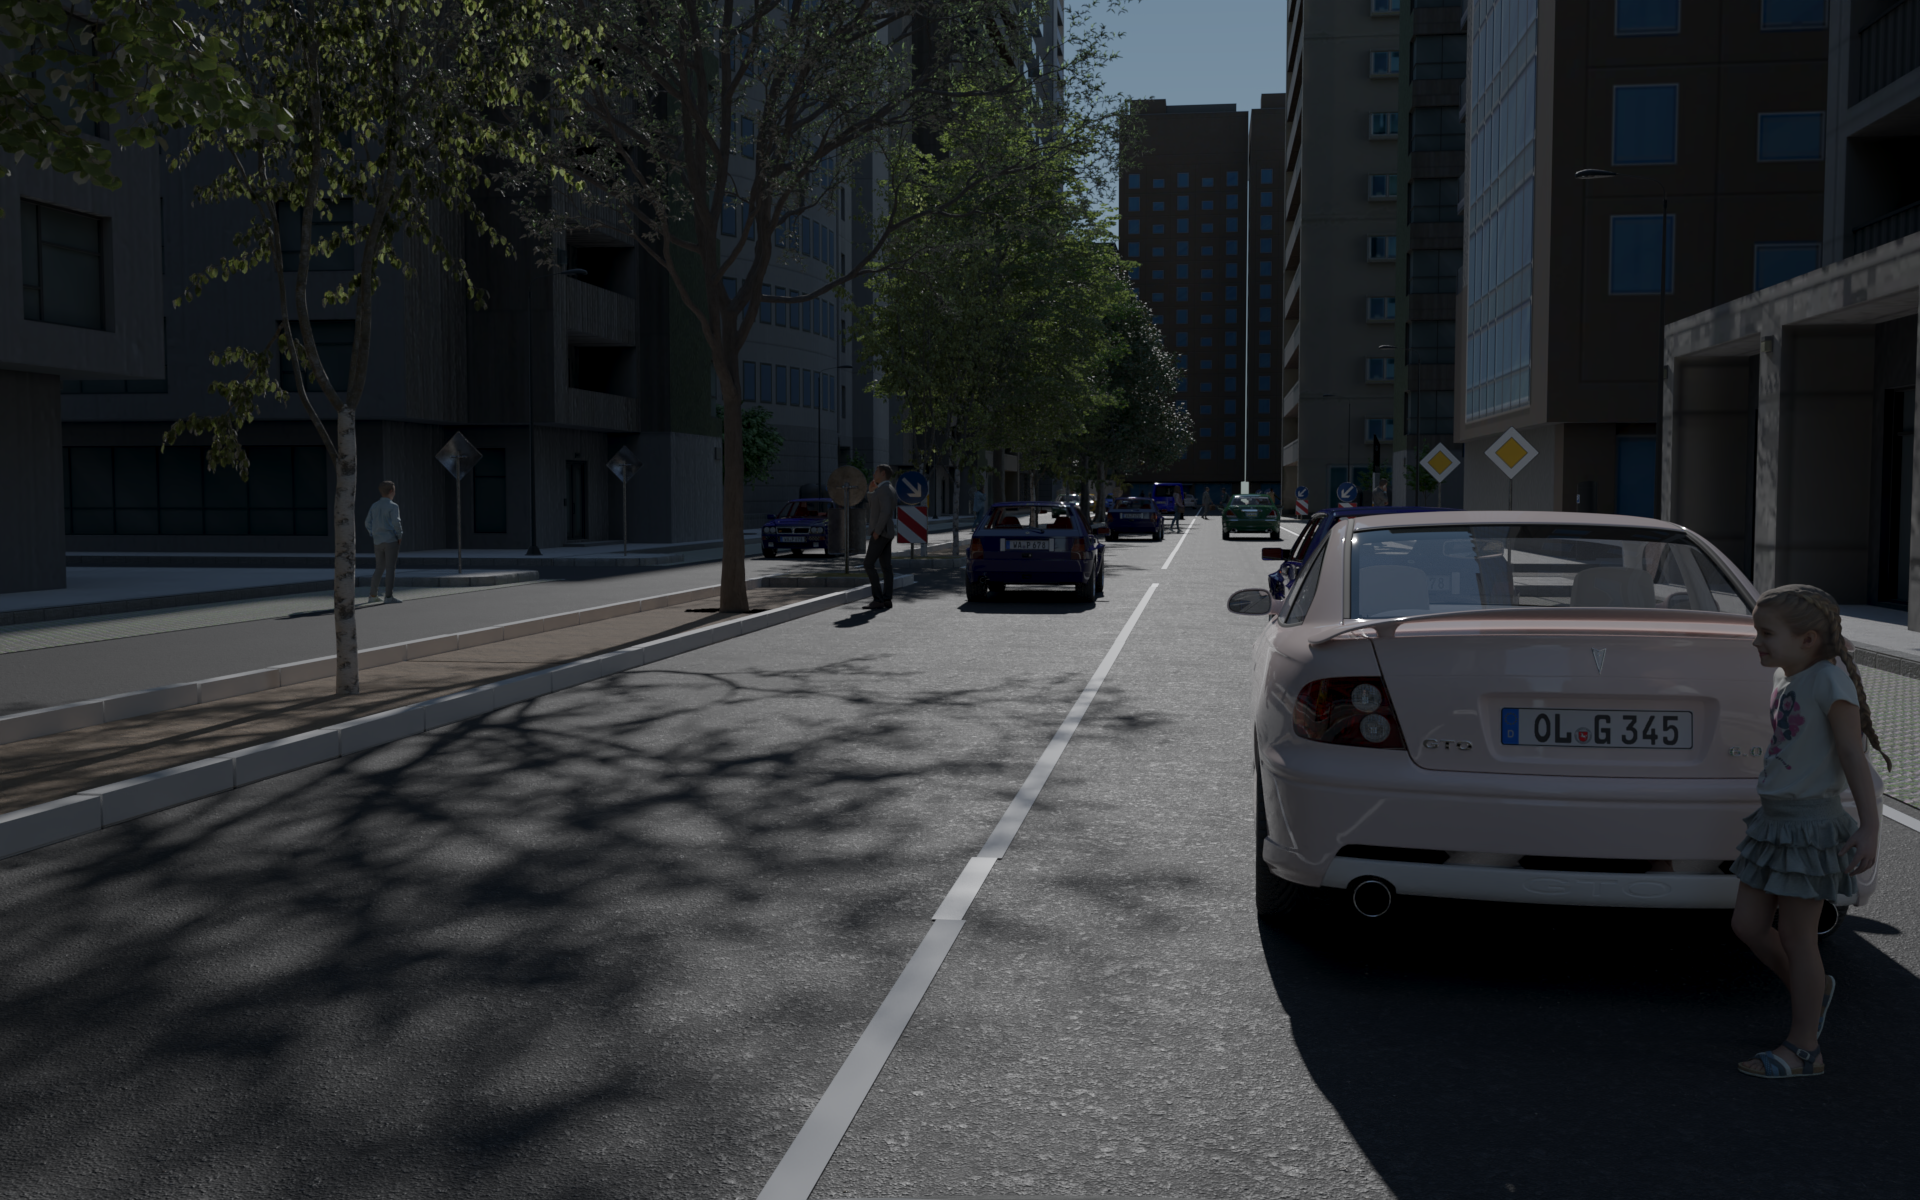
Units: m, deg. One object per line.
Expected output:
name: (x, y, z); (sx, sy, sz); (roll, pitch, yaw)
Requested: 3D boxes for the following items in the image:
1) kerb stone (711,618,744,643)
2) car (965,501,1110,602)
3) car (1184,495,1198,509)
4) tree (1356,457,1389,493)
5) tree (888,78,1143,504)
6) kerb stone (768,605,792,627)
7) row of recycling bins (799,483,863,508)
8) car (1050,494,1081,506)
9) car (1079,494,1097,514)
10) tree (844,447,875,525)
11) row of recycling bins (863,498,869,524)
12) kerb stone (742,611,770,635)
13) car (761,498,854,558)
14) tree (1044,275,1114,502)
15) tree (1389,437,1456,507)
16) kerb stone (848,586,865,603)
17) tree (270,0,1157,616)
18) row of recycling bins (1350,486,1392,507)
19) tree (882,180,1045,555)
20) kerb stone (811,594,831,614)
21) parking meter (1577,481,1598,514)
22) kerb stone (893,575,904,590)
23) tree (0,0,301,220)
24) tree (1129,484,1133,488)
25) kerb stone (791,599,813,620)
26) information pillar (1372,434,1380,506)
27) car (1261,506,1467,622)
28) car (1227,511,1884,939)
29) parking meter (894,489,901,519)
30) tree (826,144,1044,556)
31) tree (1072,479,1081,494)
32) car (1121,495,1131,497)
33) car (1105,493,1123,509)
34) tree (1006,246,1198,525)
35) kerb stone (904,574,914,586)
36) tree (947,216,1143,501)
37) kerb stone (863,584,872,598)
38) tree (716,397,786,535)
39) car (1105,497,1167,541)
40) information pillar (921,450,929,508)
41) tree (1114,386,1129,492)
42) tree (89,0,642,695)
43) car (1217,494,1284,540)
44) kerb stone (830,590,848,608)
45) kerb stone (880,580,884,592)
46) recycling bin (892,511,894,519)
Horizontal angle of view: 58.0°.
kerb stone: (-2.348, 0.315, 17.052); (0.120, 0.150, 1.000); (1, 4, 8)
car: (1.113, -0.720, 24.346); (1.945, 1.354, 3.894); (0, 4, 7)
car: (21.297, -9.213, 162.992); (2.083, 1.381, 4.827); (1, 4, 10)
tree: (18.755, -5.133, 78.531); (1.663, 3.219, 1.824); (0, 3, 0)
tree: (0.986, -7.713, 46.687); (7.486, 12.596, 7.792); (0, 3, 0)
kerb stone: (-2.052, 0.193, 19.079); (0.120, 0.150, 1.000); (1, 4, 8)
row of recycling bins: (-5.106, -3.620, 66.299); (1.069, 1.692, 3.534); (2, 4, 25)
car: (6.545, -5.653, 104.222); (2.131, 1.459, 4.920); (0, 4, 8)
car: (9.305, -7.199, 127.932); (2.015, 1.641, 3.980); (1, 4, 10)
tree: (-4.349, -4.676, 71.056); (1.663, 3.219, 1.824); (0, 3, 0)
row of recycling bins: (-3.955, -4.260, 76.769); (1.069, 1.692, 3.534); (1, 4, 11)
kerb stone: (-2.197, 0.253, 18.067); (0.120, 0.150, 1.000); (1, 4, 8)
car: (-3.413, -1.700, 40.381); (1.945, 1.354, 3.894); (1, 4, 9)
tree: (2.258, -6.121, 52.897); (4.737, 8.622, 4.395); (0, 3, 0)
tree: (15.871, -3.953, 59.231); (1.663, 3.219, 1.824); (0, 3, 0)
kerb stone: (-1.462, -0.052, 23.127); (0.120, 0.150, 1.000); (1, 4, 8)
tree: (-2.710, -6.573, 20.302); (12.009, 13.543, 11.850); (0, 3, 0)
row of recycling bins: (20.424, -4.701, 83.973); (3.534, 1.692, 1.069); (2, 4, 35)
tree: (-0.079, -5.355, 40.367); (4.360, 8.622, 3.978); (0, 3, 0)
kerb stone: (-1.765, 0.067, 21.105); (0.120, 0.150, 1.000); (1, 4, 8)
parking meter: (12.130, -1.536, 33.522); (0.372, 1.533, 0.369); (0, 3, 0)
kerb stone: (-1.029, -0.244, 26.192); (0.120, 0.150, 1.000); (1, 4, 8)
tree: (-4.771, -5.186, 5.368); (7.486, 12.596, 7.792); (0, 3, 0)
tree: (7.881, -8.679, 94.727); (4.737, 8.622, 4.395); (0, 3, 0)
kerb stone: (-1.908, 0.129, 20.093); (0.120, 0.150, 1.000); (1, 4, 8)
information pillar: (16.224, -4.658, 67.520); (0.183, 3.616, 0.504); (3, 4, 37)
car: (3.575, -0.132, 14.733); (1.945, 1.354, 3.894); (0, 4, 7)
car: (2.134, 0.324, 7.066); (2.083, 1.381, 4.827); (1, 4, 9)
parking meter: (-3.223, -4.930, 89.023); (0.372, 1.533, 0.369); (0, 3, 0)
tree: (-0.745, -5.074, 35.775); (4.737, 8.622, 4.395); (0, 3, 0)
tree: (12.640, -11.778, 187.165); (1.663, 3.219, 1.824); (0, 3, 0)
car: (16.627, -9.933, 174.981); (1.945, 1.354, 3.894); (0, 4, 7)
car: (14.833, -9.631, 167.056); (1.945, 1.707, 3.694); (1, 4, 9)
tree: (5.615, -9.677, 77.687); (9.611, 12.733, 9.660); (0, 3, 0)
kerb stone: (-0.871, -0.303, 27.206); (0.120, 0.150, 1.000); (1, 4, 8)
tree: (2.740, -8.177, 61.910); (9.928, 11.665, 9.643); (0, 3, 0)
kerb stone: (-1.317, -0.120, 24.150); (0.120, 0.150, 1.000); (1, 4, 8)
tree: (-7.160, -4.350, 54.842); (4.285, 4.588, 4.351); (0, 3, 0)
car: (5.519, -2.566, 54.530); (1.945, 1.354, 3.894); (1, 4, 9)
information pillar: (-1.865, -6.183, 92.451); (0.504, 3.616, 0.183); (-3, 5, -44)
tree: (4.387, -7.162, 69.926); (4.737, 8.622, 4.395); (0, 3, 0)
tree: (-4.351, -3.640, 12.332); (4.360, 8.622, 3.978); (0, 3, 0)
car: (9.378, -2.697, 55.900); (2.131, 1.459, 4.920); (1, 4, 9)
kerb stone: (-1.622, 0.005, 22.117); (0.120, 0.150, 1.000); (1, 4, 8)
kerb stone: (-1.171, -0.179, 25.170); (0.120, 0.150, 1.000); (1, 4, 8)
recycling bin: (-3.665, -4.759, 90.358); (0.722, 1.027, 0.722); (0, 4, 3)
